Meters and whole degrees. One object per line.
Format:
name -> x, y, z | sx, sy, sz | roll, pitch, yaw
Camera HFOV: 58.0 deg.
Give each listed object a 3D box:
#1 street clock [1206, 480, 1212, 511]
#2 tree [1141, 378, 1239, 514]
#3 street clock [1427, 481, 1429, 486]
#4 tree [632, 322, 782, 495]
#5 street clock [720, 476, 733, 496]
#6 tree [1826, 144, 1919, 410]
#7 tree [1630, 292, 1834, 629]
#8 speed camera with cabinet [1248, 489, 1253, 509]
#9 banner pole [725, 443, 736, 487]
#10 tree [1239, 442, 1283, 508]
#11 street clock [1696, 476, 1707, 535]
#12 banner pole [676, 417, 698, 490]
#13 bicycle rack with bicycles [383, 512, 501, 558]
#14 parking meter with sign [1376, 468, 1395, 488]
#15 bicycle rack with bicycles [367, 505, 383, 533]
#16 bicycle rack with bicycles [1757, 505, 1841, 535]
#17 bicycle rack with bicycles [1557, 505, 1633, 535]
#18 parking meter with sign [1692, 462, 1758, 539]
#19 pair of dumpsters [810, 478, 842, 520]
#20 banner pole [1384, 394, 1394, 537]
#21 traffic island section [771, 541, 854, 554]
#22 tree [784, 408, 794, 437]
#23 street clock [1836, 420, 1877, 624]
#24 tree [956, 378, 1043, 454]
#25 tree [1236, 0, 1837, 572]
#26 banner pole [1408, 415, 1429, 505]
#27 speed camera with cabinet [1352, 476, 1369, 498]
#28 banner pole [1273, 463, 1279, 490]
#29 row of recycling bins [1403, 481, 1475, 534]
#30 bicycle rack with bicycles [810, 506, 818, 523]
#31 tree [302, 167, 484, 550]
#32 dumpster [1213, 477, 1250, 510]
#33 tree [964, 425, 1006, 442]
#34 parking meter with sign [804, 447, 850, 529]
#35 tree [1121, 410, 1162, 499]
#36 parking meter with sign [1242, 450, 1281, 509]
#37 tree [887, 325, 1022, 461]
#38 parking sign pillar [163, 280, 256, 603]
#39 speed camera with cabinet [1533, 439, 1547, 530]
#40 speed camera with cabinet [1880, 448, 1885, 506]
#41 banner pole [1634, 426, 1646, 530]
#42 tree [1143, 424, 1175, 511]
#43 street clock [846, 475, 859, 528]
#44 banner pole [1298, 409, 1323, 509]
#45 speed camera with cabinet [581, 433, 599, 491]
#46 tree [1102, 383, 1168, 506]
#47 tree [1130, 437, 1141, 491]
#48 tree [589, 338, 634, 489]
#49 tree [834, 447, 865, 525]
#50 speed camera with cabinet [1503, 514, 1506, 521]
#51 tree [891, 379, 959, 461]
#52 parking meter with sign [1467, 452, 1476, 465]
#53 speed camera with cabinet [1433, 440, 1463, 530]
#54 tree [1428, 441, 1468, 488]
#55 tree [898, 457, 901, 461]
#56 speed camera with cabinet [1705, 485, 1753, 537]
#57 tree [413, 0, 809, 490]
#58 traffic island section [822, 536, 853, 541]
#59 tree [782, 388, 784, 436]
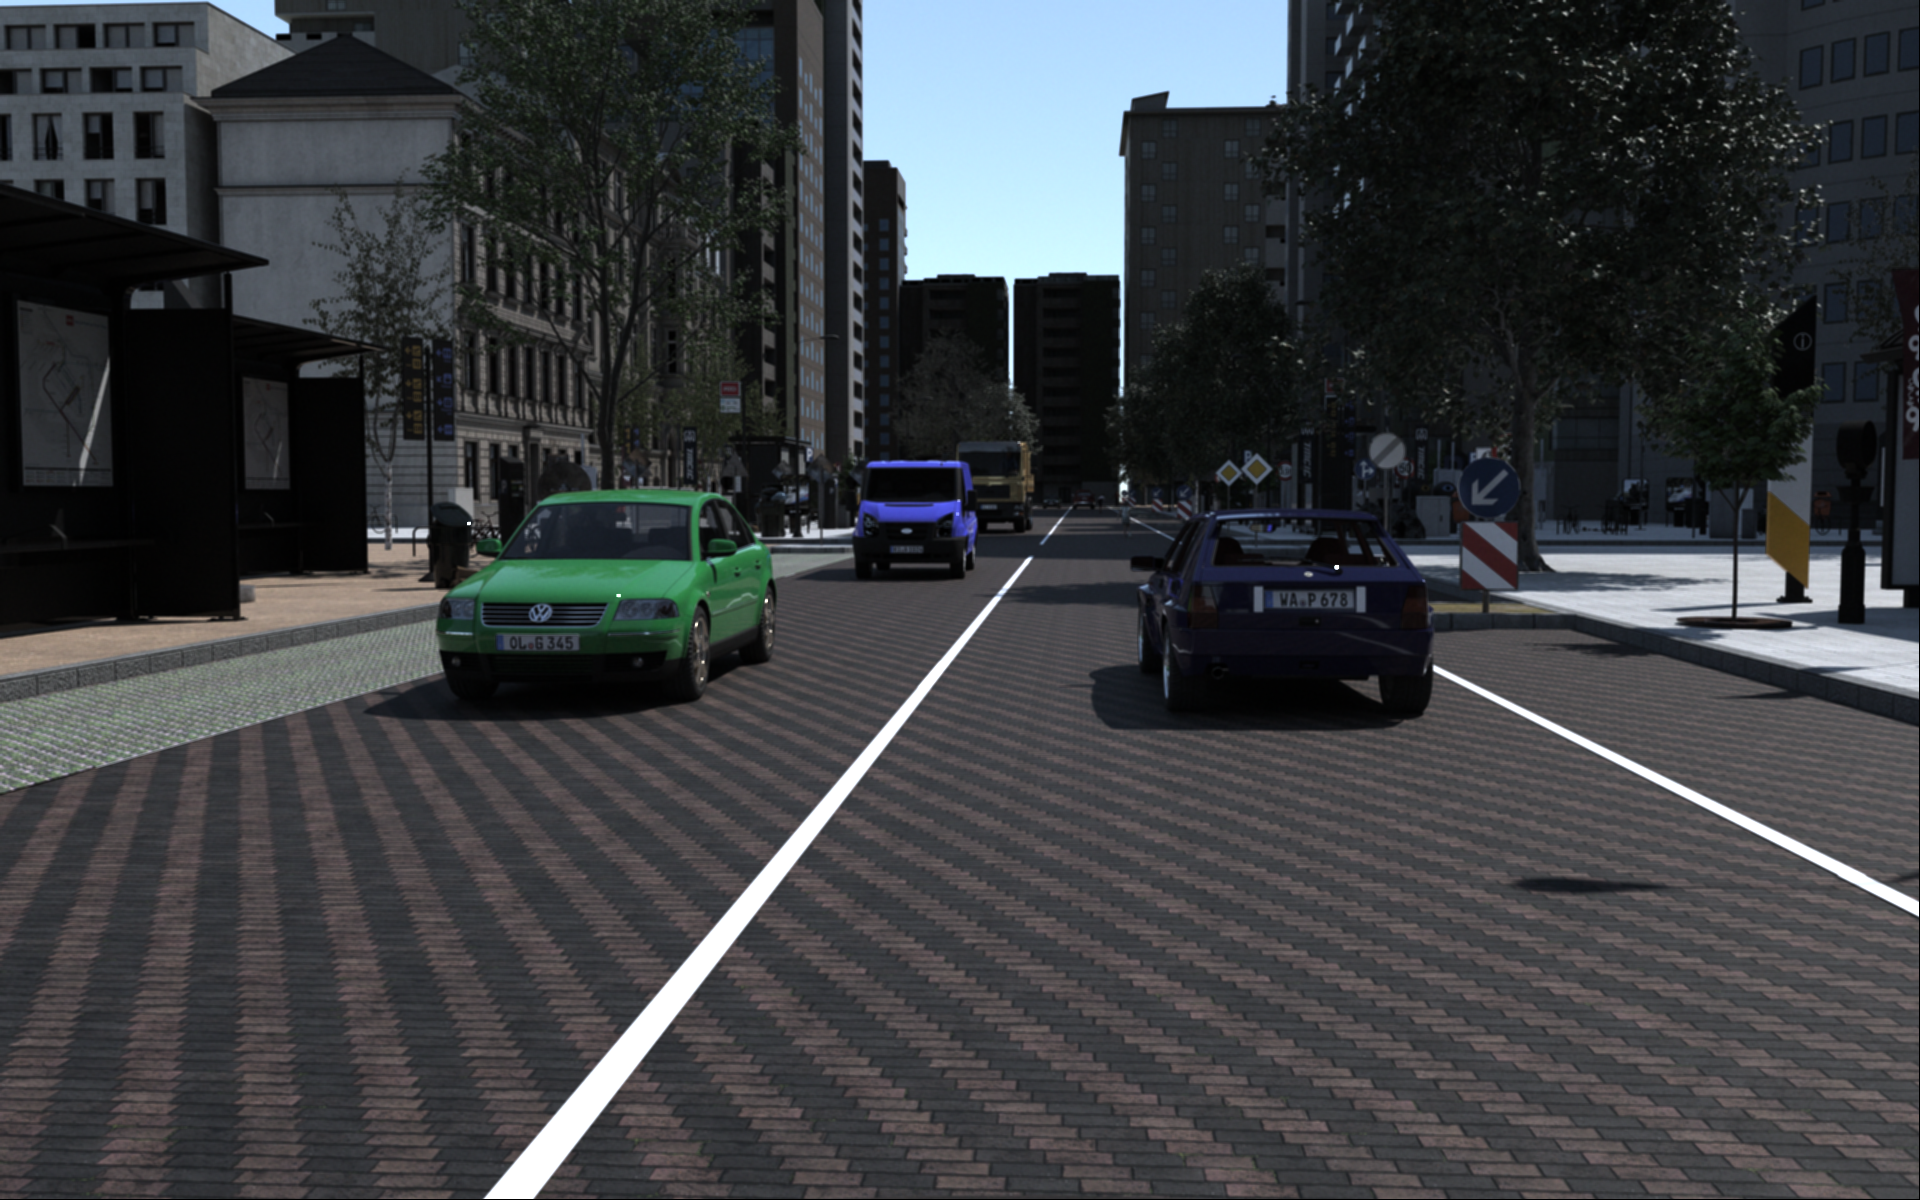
street clock -> 13.185, -5.336, 91.816 | 0.358, 2.002, 0.471 | 1, 4, 9
tree -> 13.440, -8.962, 96.894 | 4.737, 8.622, 4.395 | 0, 3, 0
street clock -> 24.243, -5.235, 90.170 | 0.358, 2.002, 0.471 | 1, 4, 22
tree -> -10.506, -7.468, 72.462 | 4.737, 8.622, 4.395 | 0, 3, 0
street clock -> -9.235, -3.909, 68.476 | 0.471, 2.002, 0.358 | -1, 4, -20
tree -> 20.740, -5.316, 37.280 | 4.360, 8.622, 3.978 | 0, 3, 0
tree -> 7.581, -1.351, 16.693 | 1.663, 3.219, 1.824 | 0, 3, 0
speed camera with cabinet -> 16.985, -6.540, 101.270 | 0.660, 3.252, 2.038 | 2, 4, 34
banner pole -> -10.193, -5.338, 77.290 | 0.863, 3.779, 0.401 | 2, 4, 34
tree -> 11.098, -4.258, 64.225 | 1.663, 3.219, 1.824 | 0, 3, 0
street clock -> 23.503, -3.068, 54.733 | 0.471, 2.002, 0.358 | 2, 4, 27
banner pole -> -8.955, -4.067, 56.512 | 0.863, 3.779, 0.401 | -2, 4, -29
bicycle rack with bicycles -> -9.786, -1.357, 35.566 | 2.925, 0.926, 2.852 | -3, 5, -41
parking meter with sign -> 26.889, -6.979, 110.366 | 1.738, 3.016, 0.543 | -1, 4, -8
bicycle rack with bicycles -> -19.903, -2.636, 56.481 | 2.852, 0.926, 2.925 | 2, 4, 30
bicycle rack with bicycles -> 26.187, -2.524, 54.643 | 2.925, 0.926, 2.852 | -2, 4, -29
bicycle rack with bicycles -> 20.377, -2.580, 55.565 | 2.852, 0.926, 2.925 | 2, 4, 27
parking meter with sign -> 22.020, -3.278, 49.849 | 1.738, 3.016, 0.543 | 3, 4, 36
pair of dumpsters -> -6.827, -5.064, 85.295 | 1.574, 2.255, 4.437 | 0, 4, 4
banner pole -> 9.555, -2.972, 38.617 | 0.401, 3.779, 0.863 | 2, 4, 29
traffic island section -> -3.449, -1.258, 42.856 | 2.009, 0.180, 2.903 | 0, 4, 4
tree -> -12.590, -9.896, 112.168 | 4.737, 8.622, 4.395 | 0, 3, 0
street clock -> 8.842, -0.768, 17.120 | 0.471, 2.002, 0.358 | -3, 5, -44
tree -> 4.203, -17.273, 189.066 | 9.857, 13.997, 8.962 | 0, 3, 0
tree -> 9.402, -6.814, 28.417 | 9.611, 12.733, 9.660 | 0, 3, 0
banner pole -> 14.459, -3.967, 54.871 | 0.863, 3.779, 0.401 | -1, 4, -9
speed camera with cabinet -> 20.785, -5.798, 89.139 | 2.038, 3.252, 0.660 | 0, 4, 6
banner pole -> 22.704, -8.157, 123.382 | 0.863, 3.779, 0.401 | 2, 4, 25
row of recycling bins -> 16.186, -3.006, 56.266 | 3.534, 1.692, 1.069 | 0, 4, 2
bicycle rack with bicycles -> -6.371, -3.814, 75.736 | 2.925, 0.926, 2.852 | 0, 4, -6
tree -> -13.136, -5.472, 39.835 | 4.360, 8.622, 3.978 | 0, 3, 0
dumpster -> 11.443, -4.296, 72.739 | 1.502, 2.255, 1.985 | 0, 4, 4
tree -> 2.495, -13.388, 169.259 | 4.737, 8.622, 4.395 | 0, 3, 0
parking meter with sign -> -4.916, -4.174, 64.512 | 1.738, 3.016, 0.543 | 2, 4, 25
tree -> 18.694, -14.021, 163.654 | 7.601, 10.594, 8.767 | 0, 4, -7
parking meter with sign -> 11.838, -4.374, 67.783 | 0.543, 3.016, 1.738 | -3, 4, -37
tree -> -0.297, -13.133, 125.099 | 12.009, 13.543, 11.850 | 0, 3, 0
parking sign pillar -> -9.127, -1.953, 20.411 | 1.447, 3.967, 1.447 | 3, 5, 42
speed camera with cabinet -> 20.817, -4.207, 63.128 | 0.660, 3.252, 2.038 | 0, 4, 4
speed camera with cabinet -> 18.212, -2.313, 32.161 | 2.038, 3.252, 0.660 | 0, 4, -8
banner pole -> 24.302, -4.383, 61.683 | 0.401, 3.779, 0.863 | 1, 4, 14
tree -> 15.671, -10.949, 129.379 | 4.360, 8.622, 3.978 | 0, 3, 0
street clock -> -4.127, -3.783, 66.428 | 0.471, 2.002, 0.358 | 1, 4, 12
banner pole -> 10.266, -3.696, 50.453 | 0.863, 3.779, 0.401 | 0, 4, -6
speed camera with cabinet -> -11.985, -3.760, 55.814 | 0.660, 3.252, 2.038 | -1, 4, -10
tree -> 20.589, -17.521, 193.126 | 9.857, 13.997, 8.962 | 0, 3, 0
tree -> 19.998, -14.331, 184.666 | 4.737, 8.622, 4.395 | 0, 3, 0
tree -> -14.755, -7.783, 77.614 | 4.737, 8.622, 4.395 | 0, 3, 0
tree -> -4.627, -4.731, 71.949 | 1.663, 3.219, 1.824 | 0, 3, 0
speed camera with cabinet -> 19.045, -4.086, 61.137 | 2.038, 3.252, 0.660 | -2, 4, -32
tree -> -2.004, -9.775, 110.189 | 4.360, 8.622, 3.978 | 0, 3, 0
parking meter with sign -> 21.185, -4.671, 72.624 | 0.543, 3.016, 1.738 | 0, 4, -8
speed camera with cabinet -> 17.606, -4.158, 62.319 | 0.660, 3.252, 2.038 | 0, 4, -1
tree -> 30.139, -7.549, 107.135 | 4.285, 4.588, 4.351 | 0, 3, 0
tree -> -3.033, -5.794, 89.333 | 1.663, 3.219, 1.824 | 0, 3, 0
speed camera with cabinet -> 23.505, -3.582, 52.897 | 0.660, 3.252, 2.038 | 0, 4, -1
tree -> -6.548, -6.512, 32.223 | 9.928, 11.665, 9.643 | 0, 3, 0
traffic island section -> -2.888, -1.746, 50.821 | 2.009, 0.180, 2.903 | 0, 4, 4
tree -> -11.999, -8.225, 84.837 | 4.737, 8.622, 4.395 | 0, 3, 0
